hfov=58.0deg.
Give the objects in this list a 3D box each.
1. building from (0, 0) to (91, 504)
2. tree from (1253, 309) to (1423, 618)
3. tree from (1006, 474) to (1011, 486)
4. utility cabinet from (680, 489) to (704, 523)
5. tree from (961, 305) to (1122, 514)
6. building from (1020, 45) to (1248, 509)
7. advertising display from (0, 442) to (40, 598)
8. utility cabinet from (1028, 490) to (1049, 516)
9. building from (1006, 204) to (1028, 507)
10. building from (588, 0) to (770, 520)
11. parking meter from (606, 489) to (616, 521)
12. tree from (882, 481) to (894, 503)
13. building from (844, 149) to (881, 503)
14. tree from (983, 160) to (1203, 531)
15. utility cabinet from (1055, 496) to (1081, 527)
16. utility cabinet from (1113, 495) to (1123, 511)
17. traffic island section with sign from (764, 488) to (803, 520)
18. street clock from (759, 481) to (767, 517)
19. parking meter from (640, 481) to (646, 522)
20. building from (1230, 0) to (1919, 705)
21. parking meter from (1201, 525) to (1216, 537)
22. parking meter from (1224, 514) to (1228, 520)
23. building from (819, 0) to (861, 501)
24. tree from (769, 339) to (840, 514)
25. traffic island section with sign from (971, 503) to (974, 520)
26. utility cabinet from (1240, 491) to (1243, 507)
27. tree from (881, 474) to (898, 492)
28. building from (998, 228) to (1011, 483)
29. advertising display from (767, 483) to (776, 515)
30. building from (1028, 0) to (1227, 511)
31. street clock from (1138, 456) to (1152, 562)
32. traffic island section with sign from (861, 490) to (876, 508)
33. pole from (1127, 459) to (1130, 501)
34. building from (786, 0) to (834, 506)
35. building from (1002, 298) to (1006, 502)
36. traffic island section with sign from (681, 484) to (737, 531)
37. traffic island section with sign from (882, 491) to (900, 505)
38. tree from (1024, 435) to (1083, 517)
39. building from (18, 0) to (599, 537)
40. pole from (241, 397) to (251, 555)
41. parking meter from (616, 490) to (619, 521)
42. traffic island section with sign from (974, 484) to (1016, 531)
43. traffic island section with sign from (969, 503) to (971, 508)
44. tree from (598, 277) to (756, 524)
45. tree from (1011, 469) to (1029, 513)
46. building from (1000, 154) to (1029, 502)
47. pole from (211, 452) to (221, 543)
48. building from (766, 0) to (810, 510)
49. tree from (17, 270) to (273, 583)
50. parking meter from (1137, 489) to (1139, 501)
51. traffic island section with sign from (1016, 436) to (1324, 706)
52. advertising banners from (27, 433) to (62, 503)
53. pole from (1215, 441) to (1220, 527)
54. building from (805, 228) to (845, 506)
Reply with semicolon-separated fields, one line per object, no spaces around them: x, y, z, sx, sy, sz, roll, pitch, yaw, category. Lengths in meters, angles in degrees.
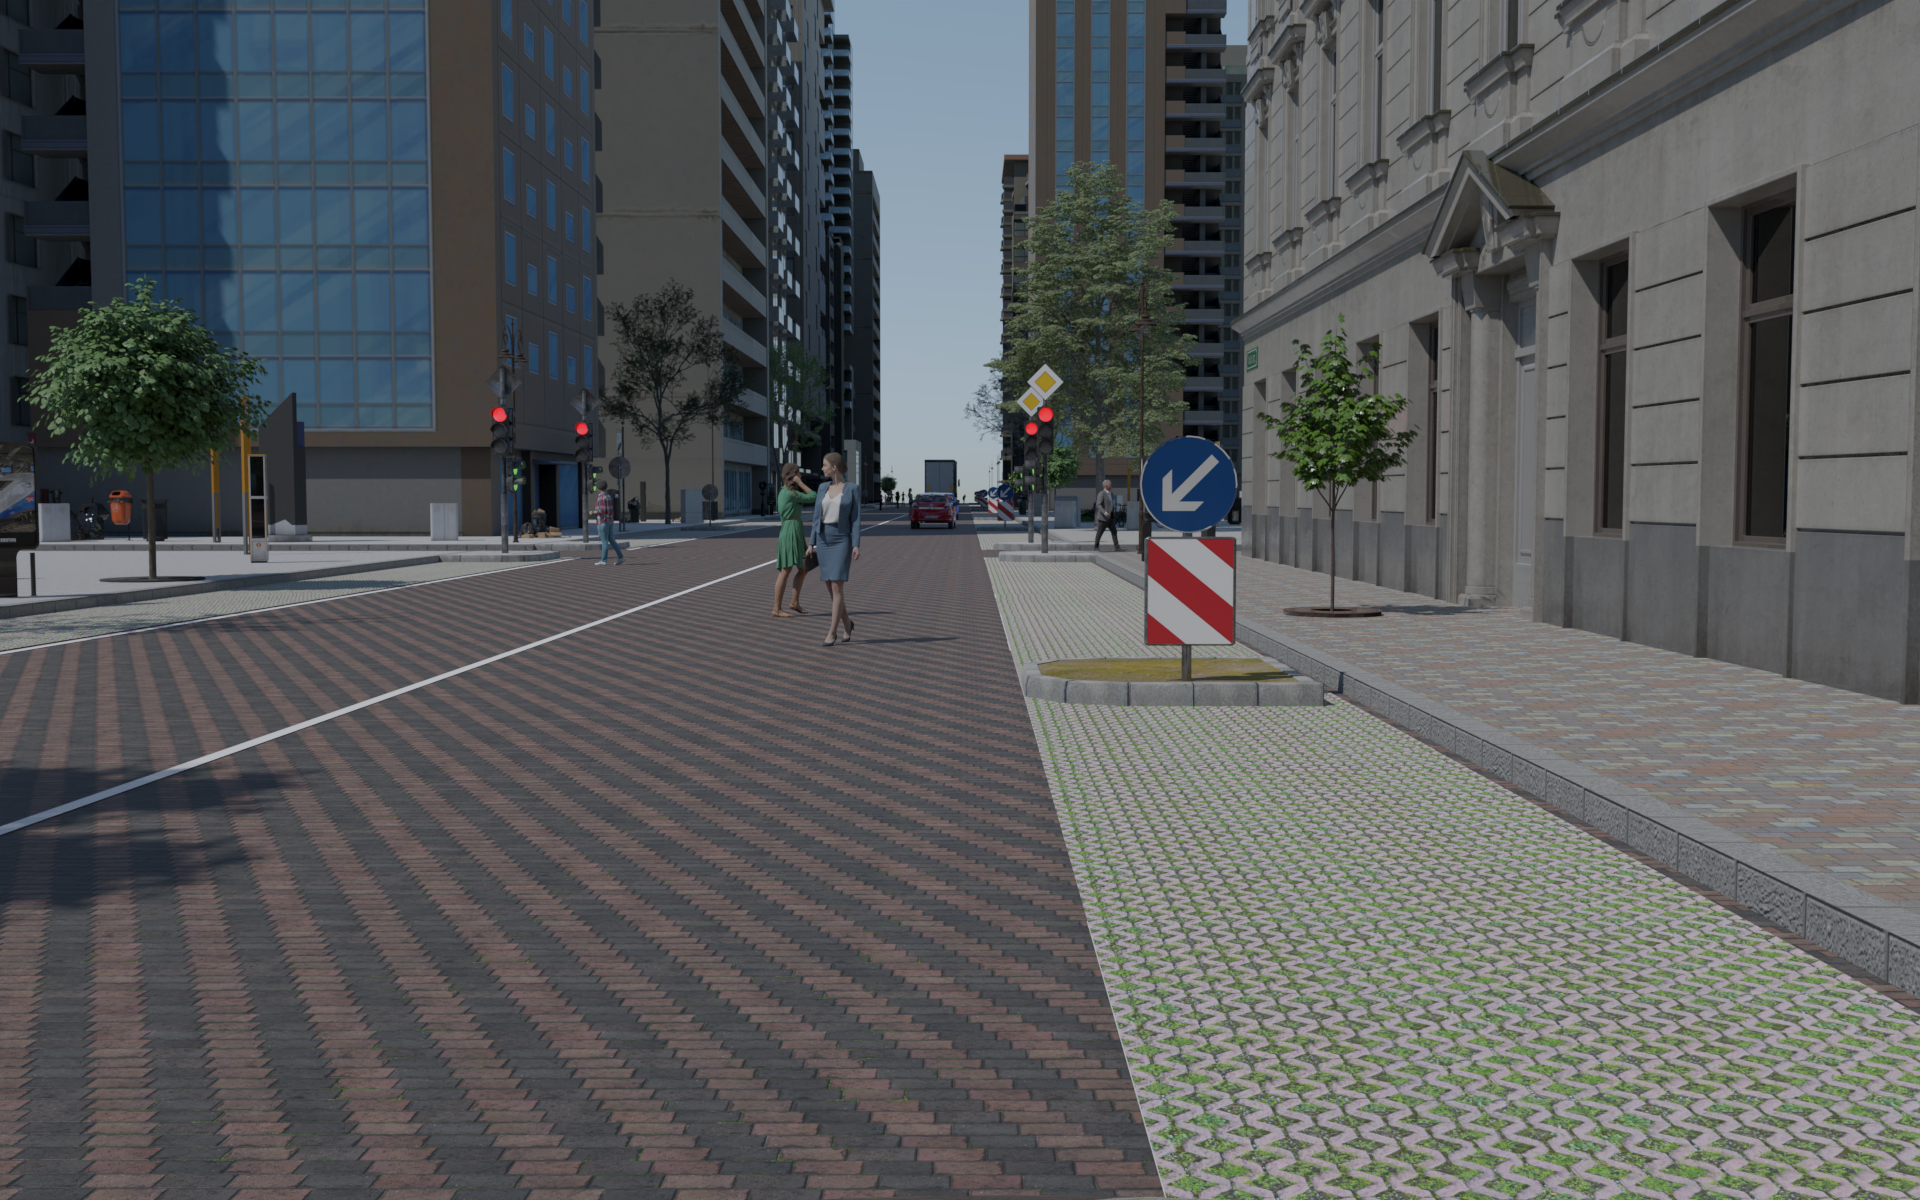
-36.255;-22.557;52.399;14.086;41.232;14.154;0;4;0;building
3.962;-1.445;18.220;1.663;3.219;1.824;0;3;0;tree
4.081;-8.605;135.300;1.663;3.219;1.824;0;3;0;tree
-11.749;-4.115;75.961;0.318;1.500;1.173;2;4;34;utility cabinet
5.354;-12.204;109.899;12.009;13.543;11.850;0;3;0;tree
21.651;-28.286;154.354;32.217;40.220;23.993;0;4;0;building
-11.875;-0.990;21.399;0.123;1.923;0.974;2;4;29;advertising display
4.518;-5.581;99.932;1.173;1.500;0.318;1;4;18;utility cabinet
12.211;-24.632;174.433;14.160;30.474;14.107;0;4;0;building
-22.438;-28.834;95.130;21.300;48.544;21.600;0;4;0;building
-16.642;-4.504;82.048;0.372;1.533;0.369;0;3;0;parking meter
-11.220;-16.476;263.988;1.663;3.219;1.824;0;3;0;tree
-22.474;-38.075;246.228;21.300;48.544;21.600;0;4;0;building
4.604;-8.671;59.900;7.486;12.596;7.792;0;3;0;tree
4.238;-3.480;68.062;1.020;1.237;0.306;2;4;34;utility cabinet
10.530;-6.381;115.494;0.306;1.237;1.020;2;4;27;utility cabinet
-9.686;-5.308;95.409;1.989;1.847;2.006;0;4;0;traffic island section with sign
-11.246;-5.763;98.803;0.358;2.002;0.471;2;4;29;street clock
-14.712;-4.569;80.418;0.255;1.863;0.399;0;4;-6;parking meter
13.681;-14.521;13.840;17.030;29.872;44.131;0;4;0;building
6.987;-2.625;48.628;0.399;1.863;0.255;-3;4;-37;parking meter
13.026;-4.633;84.166;0.372;1.533;0.369;0;3;0;parking meter
-23.487;-55.422;218.822;22.319;86.520;31.000;0;4;0;building
-11.633;-11.395;112.060;9.928;11.665;9.643;0;3;0;tree
1.729;-5.265;94.710;1.989;1.847;2.006;0;4;0;traffic island section with sign
19.510;-6.732;118.747;0.318;1.500;1.173;2;4;31;utility cabinet
-11.500;-17.809;274.887;4.285;4.588;4.351;0;3;0;tree
17.675;-39.425;264.210;23.786;49.044;30.456;0;4;0;building
-11.410;-6.096;104.889;0.123;1.923;0.974;-2;4;-33;advertising display
12.480;-29.645;134.813;14.600;45.320;14.200;0;4;0;building
3.557;-1.736;32.948;0.358;2.002;0.471;0;4;2;street clock
-9.409;-10.001;172.151;1.989;1.847;2.006;0;4;0;traffic island section with sign
9.929;-6.606;101.844;0.158;3.312;0.155;0;3;0;pole
-27.024;-35.154;164.009;28.713;52.752;27.495;0;4;0;building
12.940;-28.798;242.553;14.160;30.474;14.107;0;4;0;building
-9.782;-3.617;67.771;1.989;1.847;2.006;0;4;0;traffic island section with sign
-9.229;-13.364;227.133;1.989;1.847;2.006;0;4;0;traffic island section with sign
5.250;-6.939;97.171;4.285;4.588;4.351;0;3;0;tree
-20.630;-24.917;57.503;14.600;45.320;14.200;0;4;0;building
-15.067;-2.614;36.585;0.158;3.312;0.155;0;3;0;pole
-16.360;-4.530;82.469;0.372;1.533;0.369;0;3;0;parking meter
1.630;-3.577;67.119;1.989;1.847;2.006;0;4;0;traffic island section with sign
1.905;-8.375;145.560;1.989;1.847;2.006;0;4;0;traffic island section with sign
-12.257;-8.520;73.707;8.767;10.594;7.601;2;4;26;tree
4.721;-7.629;119.337;1.663;3.219;1.824;0;3;0;tree
16.248;-34.568;219.816;22.147;44.769;28.867;0;4;0;building
-19.605;-3.166;45.603;0.158;3.312;0.155;0;3;0;pole
-24.425;-31.532;135.155;23.786;49.044;30.456;0;4;0;building
-12.098;-2.564;25.642;4.285;4.588;4.351;0;3;0;tree
8.605;-4.524;82.384;0.372;1.533;0.369;0;3;0;parking meter
1.454;-0.240;12.555;1.989;1.847;2.006;0;4;0;traffic island section with sign
-26.585;-3.311;50.320;0.090;3.025;2.074;0;4;-4;advertising banners
9.975;-4.488;67.227;0.158;3.312;0.155;0;3;0;pole
-19.944;-25.381;186.677;14.160;30.474;14.107;0;4;0;building
